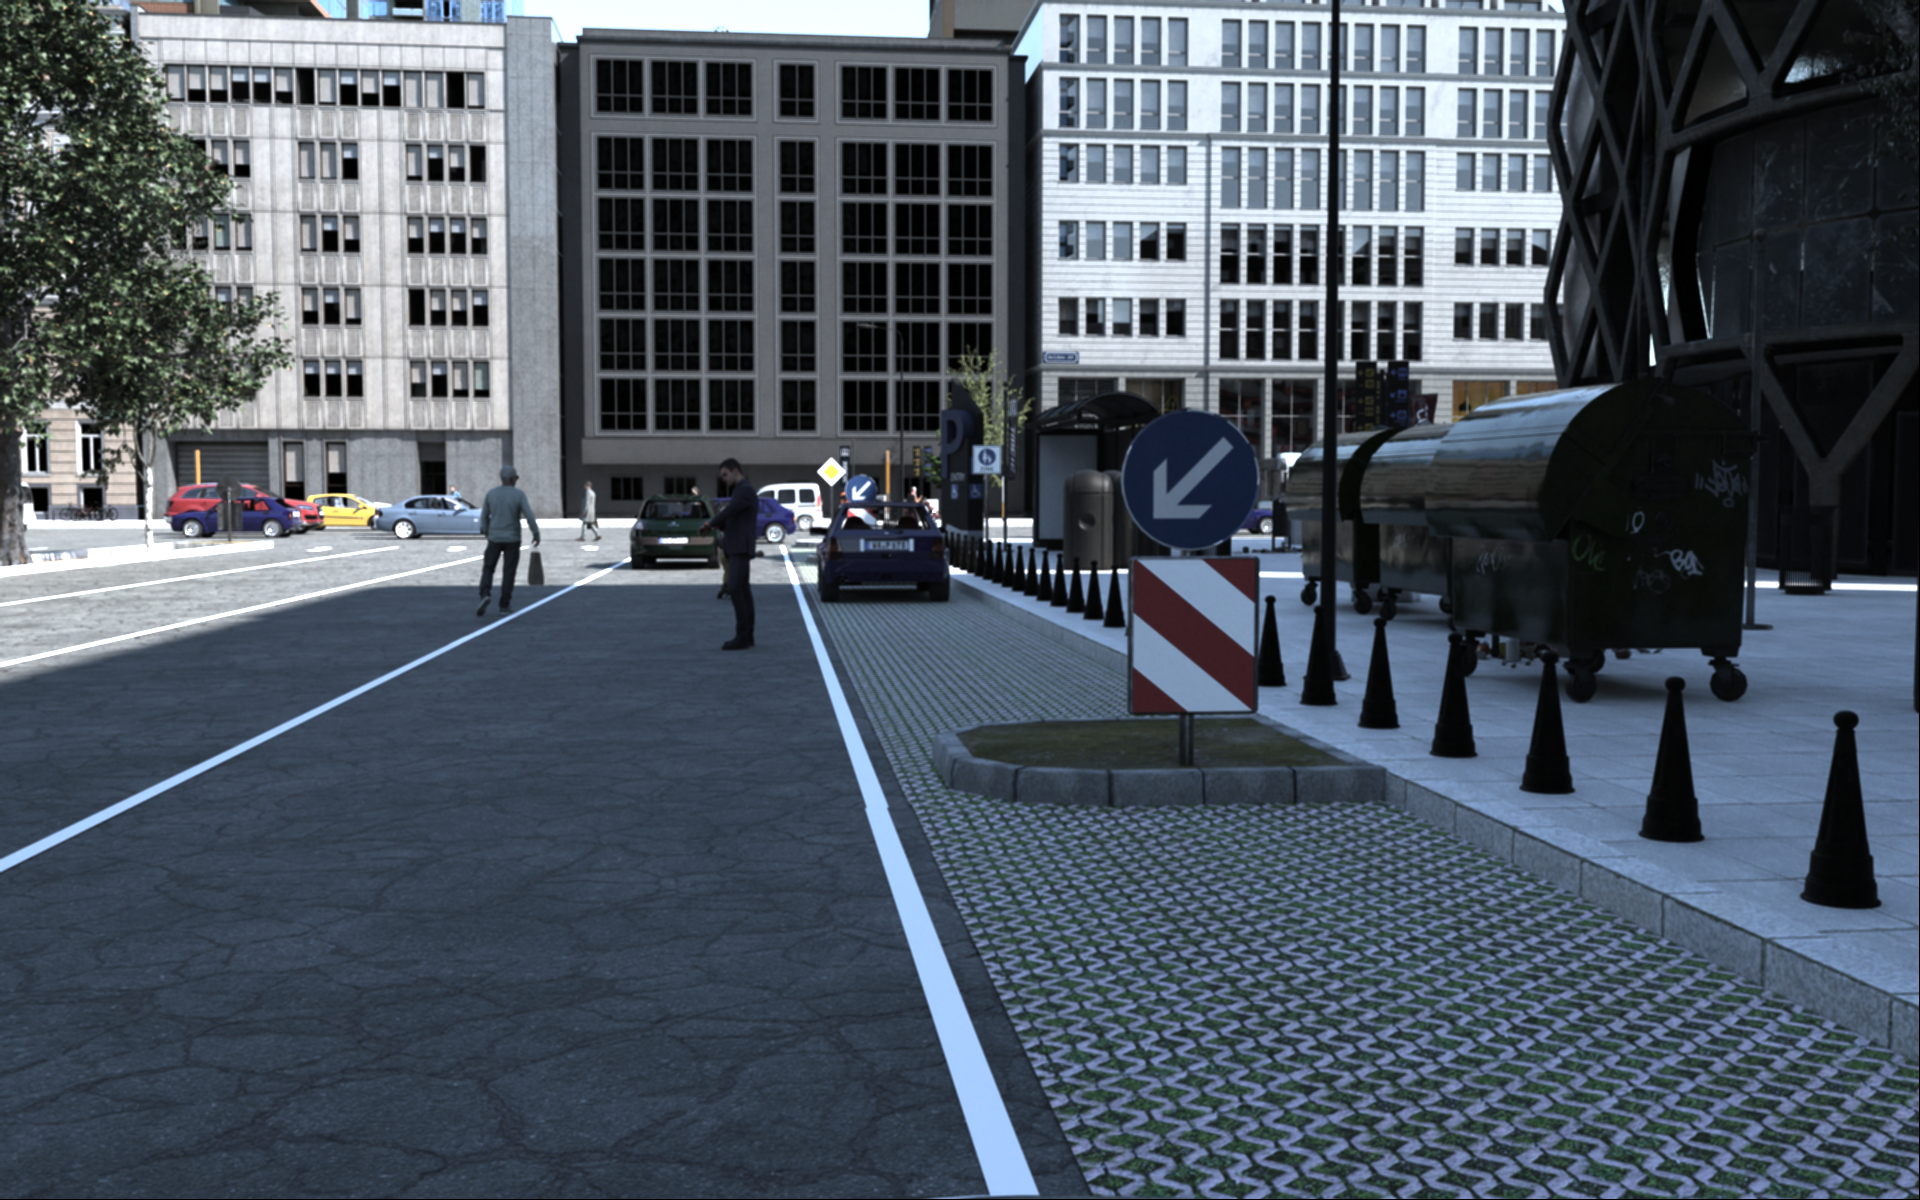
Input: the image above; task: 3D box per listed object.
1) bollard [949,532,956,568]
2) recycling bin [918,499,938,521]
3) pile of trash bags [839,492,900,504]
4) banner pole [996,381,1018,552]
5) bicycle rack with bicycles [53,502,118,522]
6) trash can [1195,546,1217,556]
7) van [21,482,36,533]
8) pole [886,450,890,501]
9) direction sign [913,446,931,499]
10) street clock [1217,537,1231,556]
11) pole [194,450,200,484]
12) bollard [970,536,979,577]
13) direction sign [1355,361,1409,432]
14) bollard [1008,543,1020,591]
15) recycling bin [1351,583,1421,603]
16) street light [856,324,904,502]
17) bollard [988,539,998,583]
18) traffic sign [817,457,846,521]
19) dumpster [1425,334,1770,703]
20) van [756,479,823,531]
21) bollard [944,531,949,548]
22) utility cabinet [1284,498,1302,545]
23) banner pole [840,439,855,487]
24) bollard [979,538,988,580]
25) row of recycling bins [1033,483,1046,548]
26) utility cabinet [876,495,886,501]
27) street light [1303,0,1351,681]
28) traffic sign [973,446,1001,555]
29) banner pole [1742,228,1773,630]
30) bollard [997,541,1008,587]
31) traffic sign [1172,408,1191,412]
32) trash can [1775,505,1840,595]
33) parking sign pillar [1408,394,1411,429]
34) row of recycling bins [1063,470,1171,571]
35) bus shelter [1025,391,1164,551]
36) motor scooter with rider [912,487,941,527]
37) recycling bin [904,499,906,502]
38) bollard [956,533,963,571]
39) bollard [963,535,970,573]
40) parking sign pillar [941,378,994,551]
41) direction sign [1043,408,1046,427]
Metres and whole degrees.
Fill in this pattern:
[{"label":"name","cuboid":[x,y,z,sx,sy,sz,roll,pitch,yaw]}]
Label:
[{"label":"bollard","cuboid":[-0.022,-0.861,30.113,0.229,0.601,0.229,0,3,0]},{"label":"recycling bin","cuboid":[-1.500,-4.195,81.143,0.722,1.027,0.722,-2,4,-30]},{"label":"pile of trash bags","cuboid":[-4.147,-4.514,83.563,3.447,1.369,1.912,1,4,11]},{"label":"banner pole","cuboid":[1.101,-2.955,38.328,0.401,3.779,0.863,-1,4,-23]},{"label":"bicycle rack with bicycles","cuboid":[-40.764,-4.129,80.899,2.852,0.926,2.925,2,4,33]},{"label":"trash can","cuboid":[4.784,-1.302,32.945,0.748,1.137,0.748,0,3,0]},{"label":"van","cuboid":[-33.837,-3.174,58.914,4.112,2.044,2.013,0,4,-7]},{"label":"pole","cuboid":[-3.359,-5.305,80.574,0.158,3.312,0.155,0,3,0]},{"label":"direction sign","cuboid":[-1.787,-5.490,81.756,0.876,3.537,0.379,0,4,0]},{"label":"street clock","cuboid":[3.832,-1.257,25.119,0.471,2.002,0.358,0,4,-7]},{"label":"pole","cuboid":[-35.355,-5.290,80.341,0.158,3.312,0.155,0,3,0]},{"label":"bollard","cuboid":[0.329,-0.672,27.030,0.229,0.601,0.229,0,3,0]},{"label":"direction sign","cuboid":[7.198,-2.301,29.618,0.876,3.537,0.379,1,4,15]},{"label":"bollard","cuboid":[0.793,-0.421,22.917,0.229,0.601,0.229,0,3,0]},{"label":"recycling bin","cuboid":[5.130,-0.505,20.817,0.722,1.027,0.722,1,4,23]},{"label":"street light","cuboid":[-2.134,-4.584,47.497,1.470,5.913,1.316,0,4,-6]},{"label":"bollard","cuboid":[0.565,-0.546,24.976,0.229,0.601,0.229,0,3,0]},{"label":"traffic sign","cuboid":[-3.515,-2.676,47.390,0.795,2.450,0.064,0,4,-6]},{"label":"dumpster","cuboid":[4.140,-0.546,11.416,1.502,2.255,1.985,0,4,-6]},{"label":"van","cuboid":[-7.400,-3.707,67.617,4.112,2.044,2.013,0,4,-5]},{"label":"bollard","cuboid":[-0.140,-0.923,31.136,0.229,0.601,0.229,0,3,0]},{"label":"utility cabinet","cuboid":[8.680,-2.014,44.087,1.020,1.237,0.306,-3,5,-41]},{"label":"banner pole","cuboid":[-5.101,-5.455,79.212,0.863,3.779,0.401,1,4,11]},{"label":"bollard","cuboid":[0.447,-0.609,25.998,0.229,0.601,0.229,0,3,0]},{"label":"row of recycling bins","cuboid":[2.558,-2.191,42.930,1.069,1.692,3.534,1,4,18]},{"label":"utility cabinet","cuboid":[-3.882,-4.533,85.272,0.306,1.237,1.020,-2,4,-31]},{"label":"street light","cuboid":[2.018,-2.403,11.825,1.470,5.913,1.316,0,4,-6]},{"label":"traffic sign","cuboid":[0.568,-2.095,36.387,0.606,2.300,0.079,0,4,2]},{"label":"banner pole","cuboid":[7.629,-1.629,16.646,0.401,3.779,0.863,1,4,21]},{"label":"bollard","cuboid":[0.682,-0.483,23.941,0.229,0.601,0.229,0,3,0]},{"label":"traffic sign","cuboid":[3.329,-1.566,25.710,0.768,2.556,0.104,0,4,-3]},{"label":"trash can","cuboid":[10.810,-0.641,22.129,0.748,1.137,0.748,0,3,0]},{"label":"parking sign pillar","cuboid":[10.972,-3.304,42.488,1.447,3.967,1.447,-1,4,-17]},{"label":"row of recycling bins","cuboid":[2.840,-1.425,30.412,1.069,1.692,3.534,2,4,28]},{"label":"bus shelter","cuboid":[2.791,-2.628,36.885,2.014,3.302,5.546,0,4,-7]},{"label":"motor scooter with rider","cuboid":[-1.672,-3.899,72.719,1.986,1.779,0.876,0,4,-5]},{"label":"recycling bin","cuboid":[-2.317,-4.470,85.632,0.722,1.027,0.722,-2,4,-25]},{"label":"bollard","cuboid":[0.097,-0.798,29.090,0.229,0.601,0.229,0,3,0]},{"label":"bollard","cuboid":[0.213,-0.734,28.050,0.229,0.601,0.229,0,3,0]},{"label":"parking sign pillar","cuboid":[0.050,-3.132,39.676,1.447,3.967,1.447,-2,4,-28]},{"label":"direction sign","cuboid":[2.251,-3.313,46.158,0.379,3.537,0.876,0,4,3]}]
